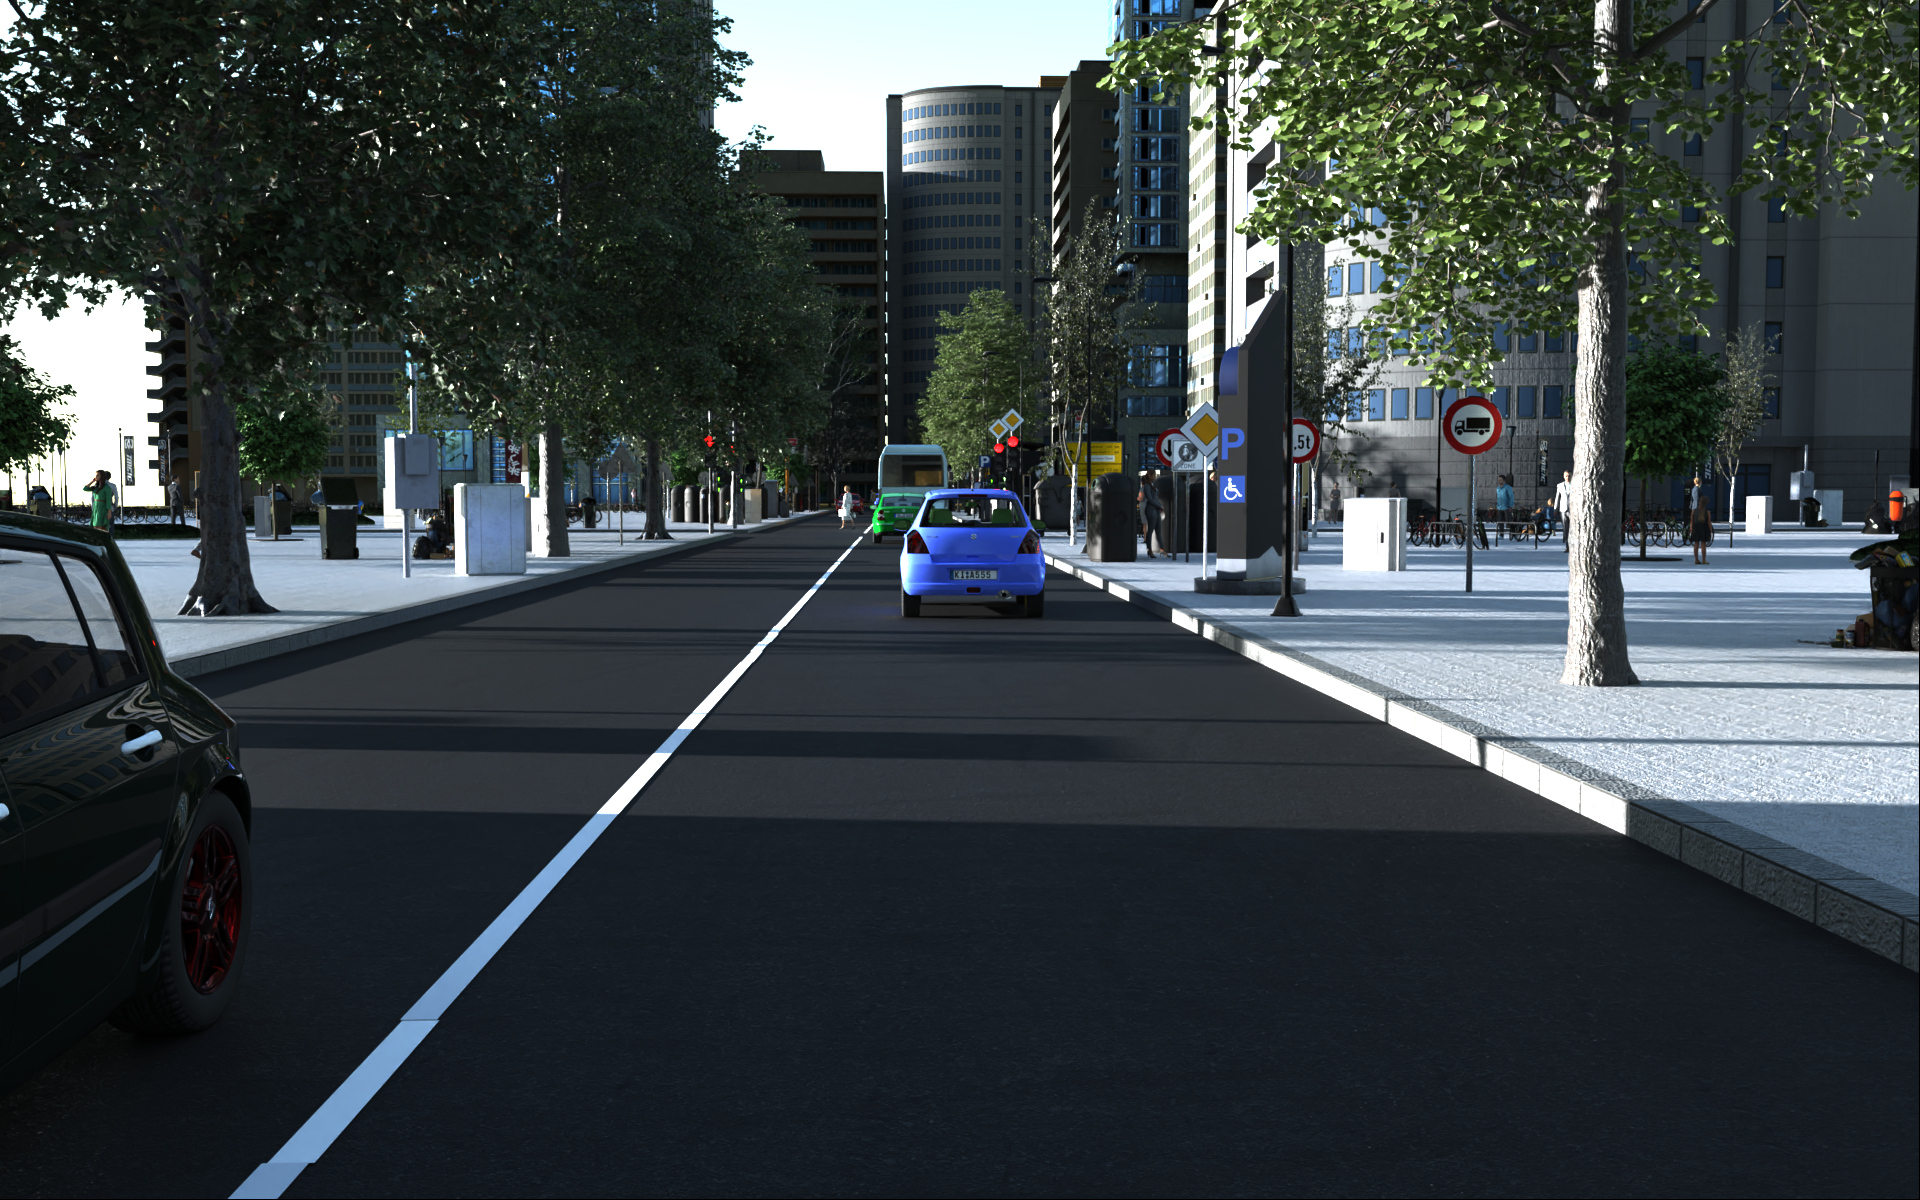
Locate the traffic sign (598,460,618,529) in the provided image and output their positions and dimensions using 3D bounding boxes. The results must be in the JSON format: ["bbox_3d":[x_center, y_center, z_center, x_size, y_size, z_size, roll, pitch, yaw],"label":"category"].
[{"bbox_3d":[-12.941,-3.894,63.771,0.768,2.556,0.104,0,4,-1],"label":"traffic sign"}]

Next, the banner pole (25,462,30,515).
[{"bbox_3d":[-28.373,-3.830,52.639,0.401,3.779,0.863,-2,4,-34],"label":"banner pole"}]

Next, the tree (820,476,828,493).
[{"bbox_3d":[-12.990,-9.920,156.794,1.663,3.219,1.824,0,3,0],"label":"tree"}]

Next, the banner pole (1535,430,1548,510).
[{"bbox_3d":[22.718,-4.757,67.789,0.401,3.779,0.863,-1,4,-23],"label":"banner pole"}]

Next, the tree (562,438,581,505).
[{"bbox_3d":[-30.446,-11.280,134.798,4.360,8.622,3.978,0,3,0],"label":"tree"}]

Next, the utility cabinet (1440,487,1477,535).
[{"bbox_3d":[15.261,-2.727,53.267,1.173,1.500,0.318,0,4,-6],"label":"utility cabinet"}]

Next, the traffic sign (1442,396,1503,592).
[{"bbox_3d":[6.654,-1.374,22.565,0.768,2.556,0.104,0,4,7],"label":"traffic sign"}]

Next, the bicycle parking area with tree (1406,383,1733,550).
[{"bbox_3d":[14.424,-3.451,43.429,8.231,4.147,9.016,0,4,0],"label":"bicycle parking area with tree"}]

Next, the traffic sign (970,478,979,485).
[{"bbox_3d":[1.011,-7.922,129.632,0.768,2.556,0.104,0,4,2],"label":"traffic sign"}]

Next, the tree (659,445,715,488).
[{"bbox_3d":[-17.971,-7.836,111.825,4.285,4.588,4.351,0,3,0],"label":"tree"}]

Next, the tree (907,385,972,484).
[{"bbox_3d":[-1.789,-17.895,199.238,9.857,13.997,8.962,0,3,0],"label":"tree"}]

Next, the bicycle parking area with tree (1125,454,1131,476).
[{"bbox_3d":[9.424,-8.328,123.162,8.231,4.147,9.016,0,4,1],"label":"bicycle parking area with tree"}]

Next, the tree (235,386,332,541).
[{"bbox_3d":[-18.876,-3.912,47.673,4.285,4.588,4.351,0,3,0],"label":"tree"}]

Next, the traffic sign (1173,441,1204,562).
[{"bbox_3d":[4.261,-1.853,32.425,0.606,2.300,0.079,0,4,4],"label":"traffic sign"}]

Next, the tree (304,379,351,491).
[{"bbox_3d":[-41.137,-9.786,110.371,4.360,8.622,3.978,0,3,0],"label":"tree"}]

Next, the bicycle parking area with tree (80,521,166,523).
[{"bbox_3d":[-40.702,-5.564,77.982,9.016,4.147,8.231,-2,4,-26],"label":"bicycle parking area with tree"}]

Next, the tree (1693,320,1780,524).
[{"bbox_3d":[32.965,-7.559,73.946,4.360,8.622,3.978,0,3,0],"label":"tree"}]

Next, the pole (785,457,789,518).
[{"bbox_3d":[-9.381,-6.131,94.089,0.158,3.312,0.155,0,3,0],"label":"pole"}]

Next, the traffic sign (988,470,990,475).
[{"bbox_3d":[2.631,-7.796,121.334,2.265,3.308,0.079,0,4,5],"label":"traffic sign"}]

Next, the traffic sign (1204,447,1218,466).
[{"bbox_3d":[4.812,-2.083,33.798,0.795,2.593,0.064,0,4,2],"label":"traffic sign"}]

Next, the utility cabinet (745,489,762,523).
[{"bbox_3d":[-9.028,-4.088,75.510,0.318,1.500,1.173,1,4,16],"label":"utility cabinet"}]

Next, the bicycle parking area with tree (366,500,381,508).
[{"bbox_3d":[-38.193,-8.572,127.157,9.016,4.147,8.231,-3,5,-43],"label":"bicycle parking area with tree"}]

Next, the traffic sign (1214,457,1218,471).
[{"bbox_3d":[7.198,-2.847,46.656,0.768,2.556,0.104,0,4,-1],"label":"traffic sign"}]

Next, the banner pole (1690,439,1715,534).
[{"bbox_3d":[23.671,-3.982,55.127,0.863,3.779,0.401,-1,4,-13],"label":"banner pole"}]

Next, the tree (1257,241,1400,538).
[{"bbox_3d":[10.394,-6.103,50.143,4.360,8.622,3.978,0,3,0],"label":"tree"}]

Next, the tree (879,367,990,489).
[{"bbox_3d":[-0.524,-15.193,158.773,12.009,13.543,11.850,0,3,0],"label":"tree"}]

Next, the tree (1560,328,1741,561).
[{"bbox_3d":[13.384,-3.053,33.636,4.285,4.588,4.351,0,3,0],"label":"tree"}]

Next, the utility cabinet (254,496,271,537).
[{"bbox_3d":[-21.233,-2.544,52.760,0.306,1.237,1.020,-1,4,-11],"label":"utility cabinet"}]

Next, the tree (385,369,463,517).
[{"bbox_3d":[-29.983,-8.919,96.184,4.737,8.622,4.395,0,3,0],"label":"tree"}]

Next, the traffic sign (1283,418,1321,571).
[{"bbox_3d":[5.624,-1.764,28.940,0.768,2.556,0.104,0,4,1],"label":"traffic sign"}]

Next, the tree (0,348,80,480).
[{"bbox_3d":[-18.295,-2.955,32.024,4.285,4.588,4.351,0,3,0],"label":"tree"}]

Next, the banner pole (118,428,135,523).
[{"bbox_3d":[-31.409,-4.602,65.254,0.863,3.779,0.401,1,4,17],"label":"banner pole"}]

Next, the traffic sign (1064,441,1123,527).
[{"bbox_3d":[5.153,-4.470,66.959,2.265,3.308,0.079,0,4,1],"label":"traffic sign"}]

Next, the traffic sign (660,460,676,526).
[{"bbox_3d":[-11.297,-4.046,66.153,0.884,2.594,0.081,0,4,7],"label":"traffic sign"}]

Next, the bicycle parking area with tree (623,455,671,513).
[{"bbox_3d":[-24.133,-8.164,120.489,9.016,4.147,8.231,3,4,37],"label":"bicycle parking area with tree"}]

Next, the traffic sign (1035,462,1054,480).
[{"bbox_3d":[3.385,-4.226,69.203,0.768,2.556,0.104,0,3,0],"label":"traffic sign"}]

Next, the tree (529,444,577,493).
[{"bbox_3d":[-23.303,-6.939,97.161,4.285,4.588,4.351,0,3,0],"label":"tree"}]

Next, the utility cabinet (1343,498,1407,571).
[{"bbox_3d":[6.979,-1.101,29.156,1.020,1.237,0.306,3,4,38],"label":"utility cabinet"}]

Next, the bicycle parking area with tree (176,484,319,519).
[{"bbox_3d":[-38.808,-6.551,94.115,9.016,4.147,8.231,1,4,11],"label":"bicycle parking area with tree"}]

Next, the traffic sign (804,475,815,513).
[{"bbox_3d":[-10.398,-7.308,119.483,0.884,2.594,0.081,0,4,-1],"label":"traffic sign"}]

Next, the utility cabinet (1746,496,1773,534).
[{"bbox_3d":[26.146,-2.784,56.675,0.306,1.237,1.020,0,4,-8],"label":"utility cabinet"}]

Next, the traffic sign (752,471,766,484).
[{"bbox_3d":[-10.953,-5.773,94.490,0.768,2.556,0.104,0,4,7],"label":"traffic sign"}]

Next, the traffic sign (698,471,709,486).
[{"bbox_3d":[-14.294,-5.926,96.991,0.768,2.556,0.104,0,4,7],"label":"traffic sign"}]

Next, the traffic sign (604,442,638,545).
[{"bbox_3d":[-8.469,-2.646,43.259,0.884,2.594,0.081,0,4,4],"label":"traffic sign"}]

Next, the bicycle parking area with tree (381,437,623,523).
[{"bbox_3d":[-20.472,-5.596,78.498,9.016,4.147,8.231,0,4,-4],"label":"bicycle parking area with tree"}]

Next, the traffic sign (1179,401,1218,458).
[{"bbox_3d":[3.524,-1.525,24.665,0.795,2.593,0.064,0,4,0],"label":"traffic sign"}]

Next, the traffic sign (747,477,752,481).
[{"bbox_3d":[-15.497,-7.693,125.887,0.768,2.556,0.104,0,4,8],"label":"traffic sign"}]

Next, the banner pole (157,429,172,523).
[{"bbox_3d":[-30.632,-4.698,66.835,0.401,3.779,0.863,1,4,19],"label":"banner pole"}]

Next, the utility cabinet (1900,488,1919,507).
[{"bbox_3d":[36.668,-3.534,66.461,0.318,1.500,1.173,-1,4,-18],"label":"utility cabinet"}]

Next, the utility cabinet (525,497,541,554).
[{"bbox_3d":[-10.004,-1.698,38.917,1.020,1.237,0.306,-1,4,-21],"label":"utility cabinet"}]

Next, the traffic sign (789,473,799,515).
[{"bbox_3d":[-10.138,-6.406,104.740,0.884,2.594,0.081,0,4,2],"label":"traffic sign"}]

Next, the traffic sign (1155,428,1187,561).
[{"bbox_3d":[4.139,-2.033,33.350,0.768,2.556,0.104,0,4,5],"label":"traffic sign"}]

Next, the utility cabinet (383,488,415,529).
[{"bbox_3d":[-20.517,-3.346,63.382,1.173,1.500,0.318,1,4,22],"label":"utility cabinet"}]

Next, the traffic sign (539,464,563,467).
[{"bbox_3d":[-13.281,-3.434,56.251,0.768,2.556,0.104,0,4,4],"label":"traffic sign"}]

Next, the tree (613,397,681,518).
[{"bbox_3d":[-18.574,-9.377,103.679,4.360,8.622,3.978,0,3,0],"label":"tree"}]
